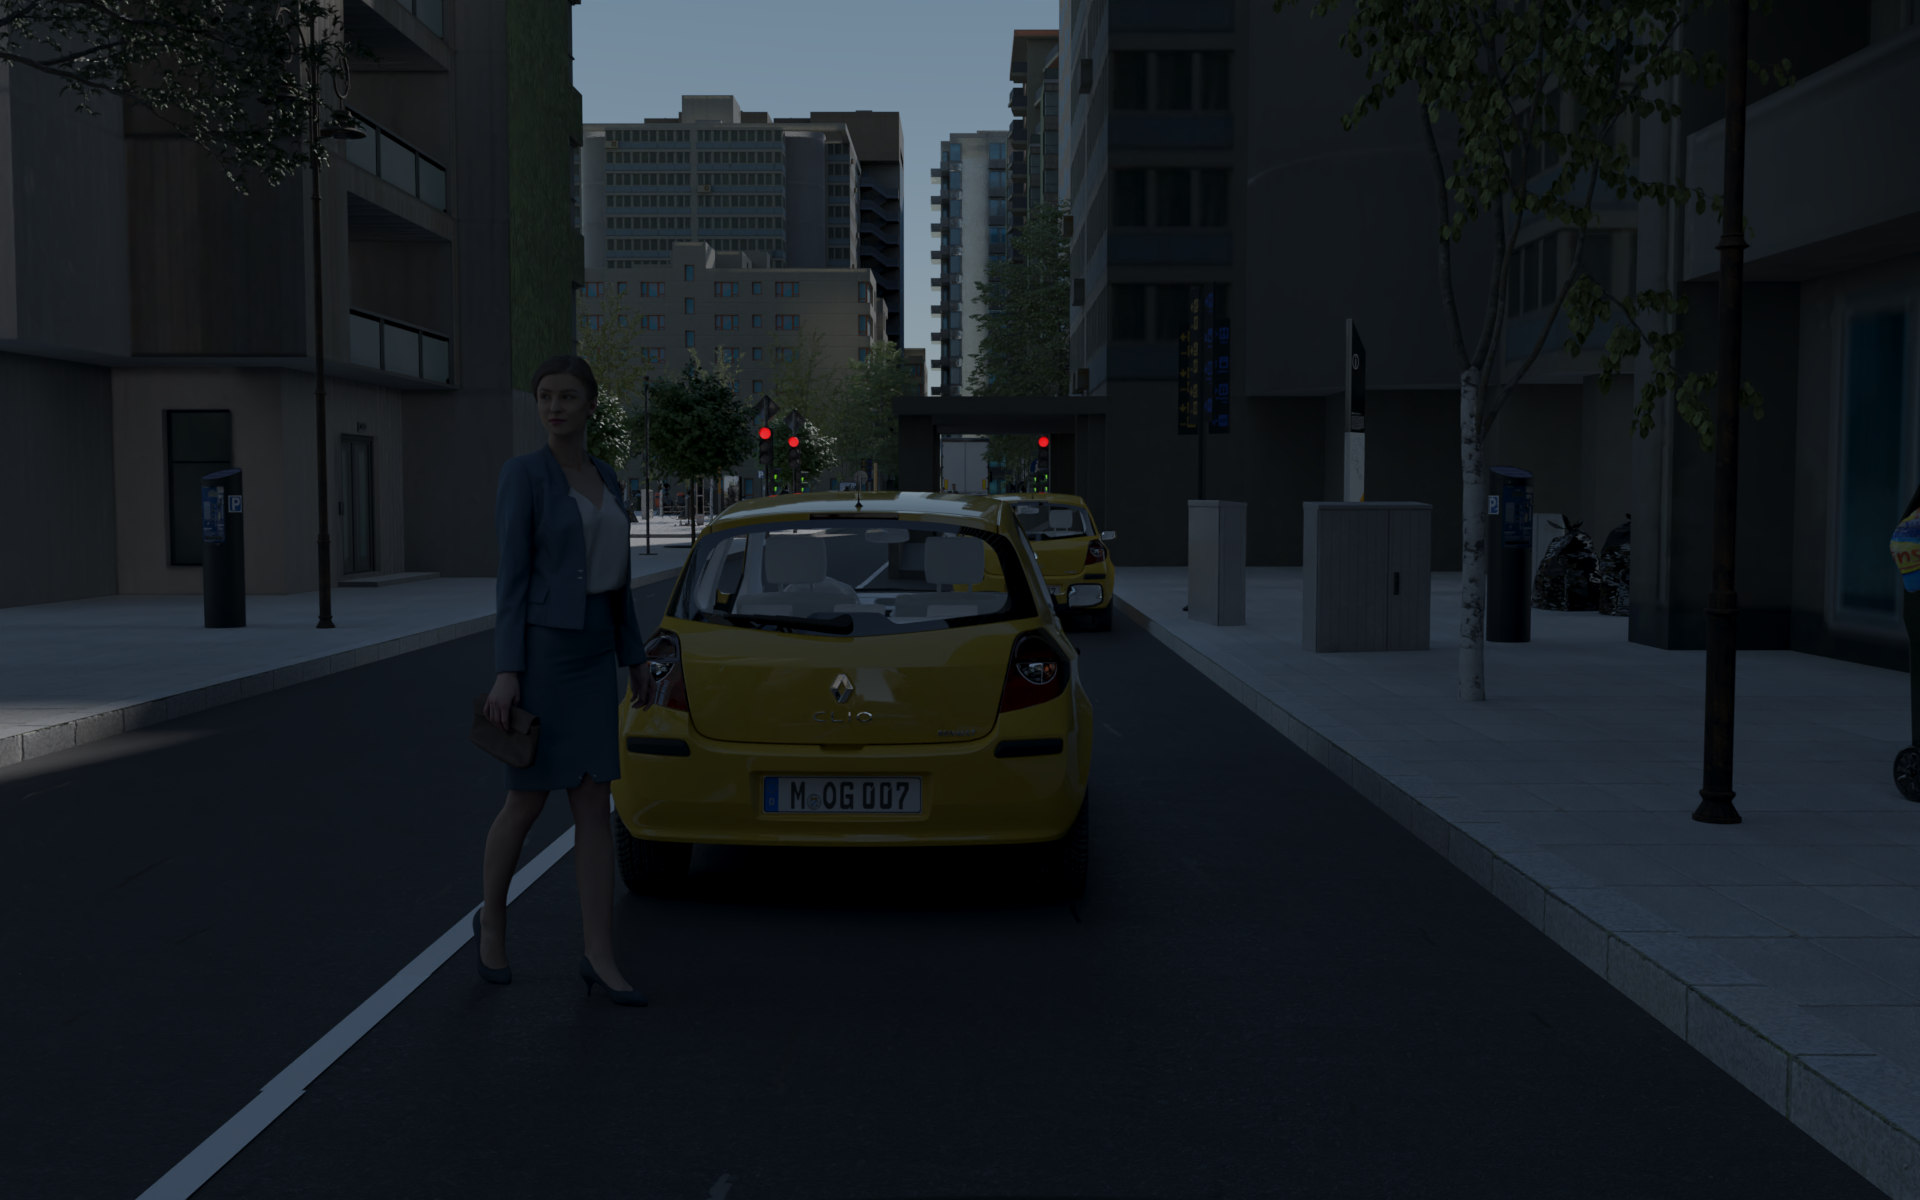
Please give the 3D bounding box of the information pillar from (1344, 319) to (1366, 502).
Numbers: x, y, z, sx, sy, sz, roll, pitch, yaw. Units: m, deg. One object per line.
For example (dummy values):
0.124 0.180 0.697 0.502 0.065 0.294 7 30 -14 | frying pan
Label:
5.327 -1.961 23.414 0.183 3.616 0.504 3 4 36 | information pillar

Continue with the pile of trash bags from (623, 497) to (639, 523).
-16.032 -4.174 77.992 3.447 1.369 1.912 3 5 44 | pile of trash bags

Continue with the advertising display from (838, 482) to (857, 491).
-5.887 -5.239 90.869 0.974 1.923 0.123 -1 4 -16 | advertising display

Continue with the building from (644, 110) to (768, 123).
-28.265 -33.587 199.251 14.200 45.320 14.600 0 4 0 | building

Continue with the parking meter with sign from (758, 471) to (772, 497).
-14.508 -8.219 130.634 0.543 3.016 1.738 2 4 28 | parking meter with sign

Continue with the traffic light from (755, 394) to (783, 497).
-5.439 -3.665 48.841 0.839 4.253 0.868 0 4 0 | traffic light

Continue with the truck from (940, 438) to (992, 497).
0.322 -6.280 91.588 2.839 4.237 11.283 0 4 1 | truck

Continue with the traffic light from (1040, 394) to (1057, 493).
2.673 -3.664 48.822 0.839 4.253 0.868 0 4 0 | traffic light

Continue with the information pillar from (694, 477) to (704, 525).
-10.675 -4.074 71.102 0.304 2.012 0.304 -1 4 -12 | information pillar

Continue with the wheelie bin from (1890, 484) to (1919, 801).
4.333 0.052 7.053 0.980 1.594 0.693 -1 4 -9 | wheelie bin

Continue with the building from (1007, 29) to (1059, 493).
15.687 -31.121 163.454 22.147 44.769 28.867 0 4 0 | building

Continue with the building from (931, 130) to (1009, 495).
11.475 -37.192 227.694 30.456 49.044 23.786 0 4 0 | building

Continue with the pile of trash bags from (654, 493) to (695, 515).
-17.796 -5.890 106.051 1.912 1.369 3.447 1 4 16 | pile of trash bags

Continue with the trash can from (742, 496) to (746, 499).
-15.881 -6.971 125.635 0.748 1.137 0.748 0 3 0 | trash can

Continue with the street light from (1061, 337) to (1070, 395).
3.096 -4.627 48.431 0.468 5.910 1.993 0 4 0 | street light

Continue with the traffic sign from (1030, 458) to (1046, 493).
2.843 -3.744 61.328 0.768 2.556 0.104 0 4 4 | traffic sign

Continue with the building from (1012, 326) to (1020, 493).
12.536 -25.300 185.351 14.160 30.474 14.107 0 4 0 | building

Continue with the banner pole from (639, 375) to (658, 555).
-6.534 -2.828 36.263 0.401 3.779 0.863 -1 4 -14 | banner pole

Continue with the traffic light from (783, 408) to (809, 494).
-5.404 -4.153 56.826 0.839 4.253 0.868 0 4 0 | traffic light

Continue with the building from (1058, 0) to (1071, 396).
12.699 -27.224 95.220 14.600 45.320 14.200 0 4 0 | building

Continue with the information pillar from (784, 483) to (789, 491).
-8.631 -4.954 85.484 0.304 2.012 0.304 -1 4 -15 | information pillar

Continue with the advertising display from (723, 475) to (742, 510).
-7.723 -3.279 58.833 0.123 1.923 0.974 -3 5 -42 | advertising display

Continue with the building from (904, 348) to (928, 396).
-19.012 -23.555 230.169 28.899 21.520 27.650 0 4 0 | building

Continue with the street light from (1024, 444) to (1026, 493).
3.341 -7.140 89.522 0.468 5.910 1.993 0 4 0 | street light

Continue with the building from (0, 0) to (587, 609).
-13.855 -20.800 23.680 14.154 41.232 14.086 0 4 0 | building

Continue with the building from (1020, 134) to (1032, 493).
12.458 -22.654 142.088 14.160 30.474 14.107 0 4 0 | building

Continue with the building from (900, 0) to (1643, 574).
14.930 -20.978 34.874 32.217 40.220 23.993 0 4 0 | building

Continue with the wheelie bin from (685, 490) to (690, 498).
-20.104 -7.456 129.809 0.693 1.594 0.980 2 4 27 | wheelie bin

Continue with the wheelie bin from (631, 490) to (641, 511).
-24.333 -7.481 130.225 0.980 1.594 0.693 1 4 20 | wheelie bin

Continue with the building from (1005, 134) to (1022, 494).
12.230 -31.561 199.610 14.154 41.232 14.086 0 4 0 | building

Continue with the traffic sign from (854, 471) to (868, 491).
-5.369 -5.727 93.736 0.768 2.556 0.104 0 4 6 | traffic sign

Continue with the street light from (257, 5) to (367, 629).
-6.076 -2.668 16.411 0.468 5.910 1.993 0 4 0 | street light

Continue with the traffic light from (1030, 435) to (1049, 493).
2.707 -4.152 56.807 0.839 4.253 0.868 0 4 0 | traffic light

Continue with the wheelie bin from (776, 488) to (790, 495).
-8.159 -4.386 79.622 0.693 1.594 0.980 -1 4 -19 | wheelie bin

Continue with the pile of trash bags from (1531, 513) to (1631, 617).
8.214 -0.571 19.088 3.447 1.369 1.912 -1 4 -9 | pile of trash bags

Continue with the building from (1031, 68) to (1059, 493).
12.544 -21.377 121.208 14.160 30.474 14.107 0 4 0 | building

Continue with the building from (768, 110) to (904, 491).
-13.766 -33.582 199.169 14.200 45.320 14.600 0 4 0 | building

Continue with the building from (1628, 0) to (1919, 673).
16.414 -23.202 3.054 21.300 48.544 21.600 0 4 0 | building

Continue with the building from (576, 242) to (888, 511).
-20.626 -18.484 147.245 27.650 21.520 28.899 0 4 0 | building

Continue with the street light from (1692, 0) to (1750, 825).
2.976 -2.070 6.631 0.468 5.910 1.993 0 4 0 | street light

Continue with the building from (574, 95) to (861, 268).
-22.891 -29.431 173.080 32.217 40.220 23.993 0 4 0 | building
